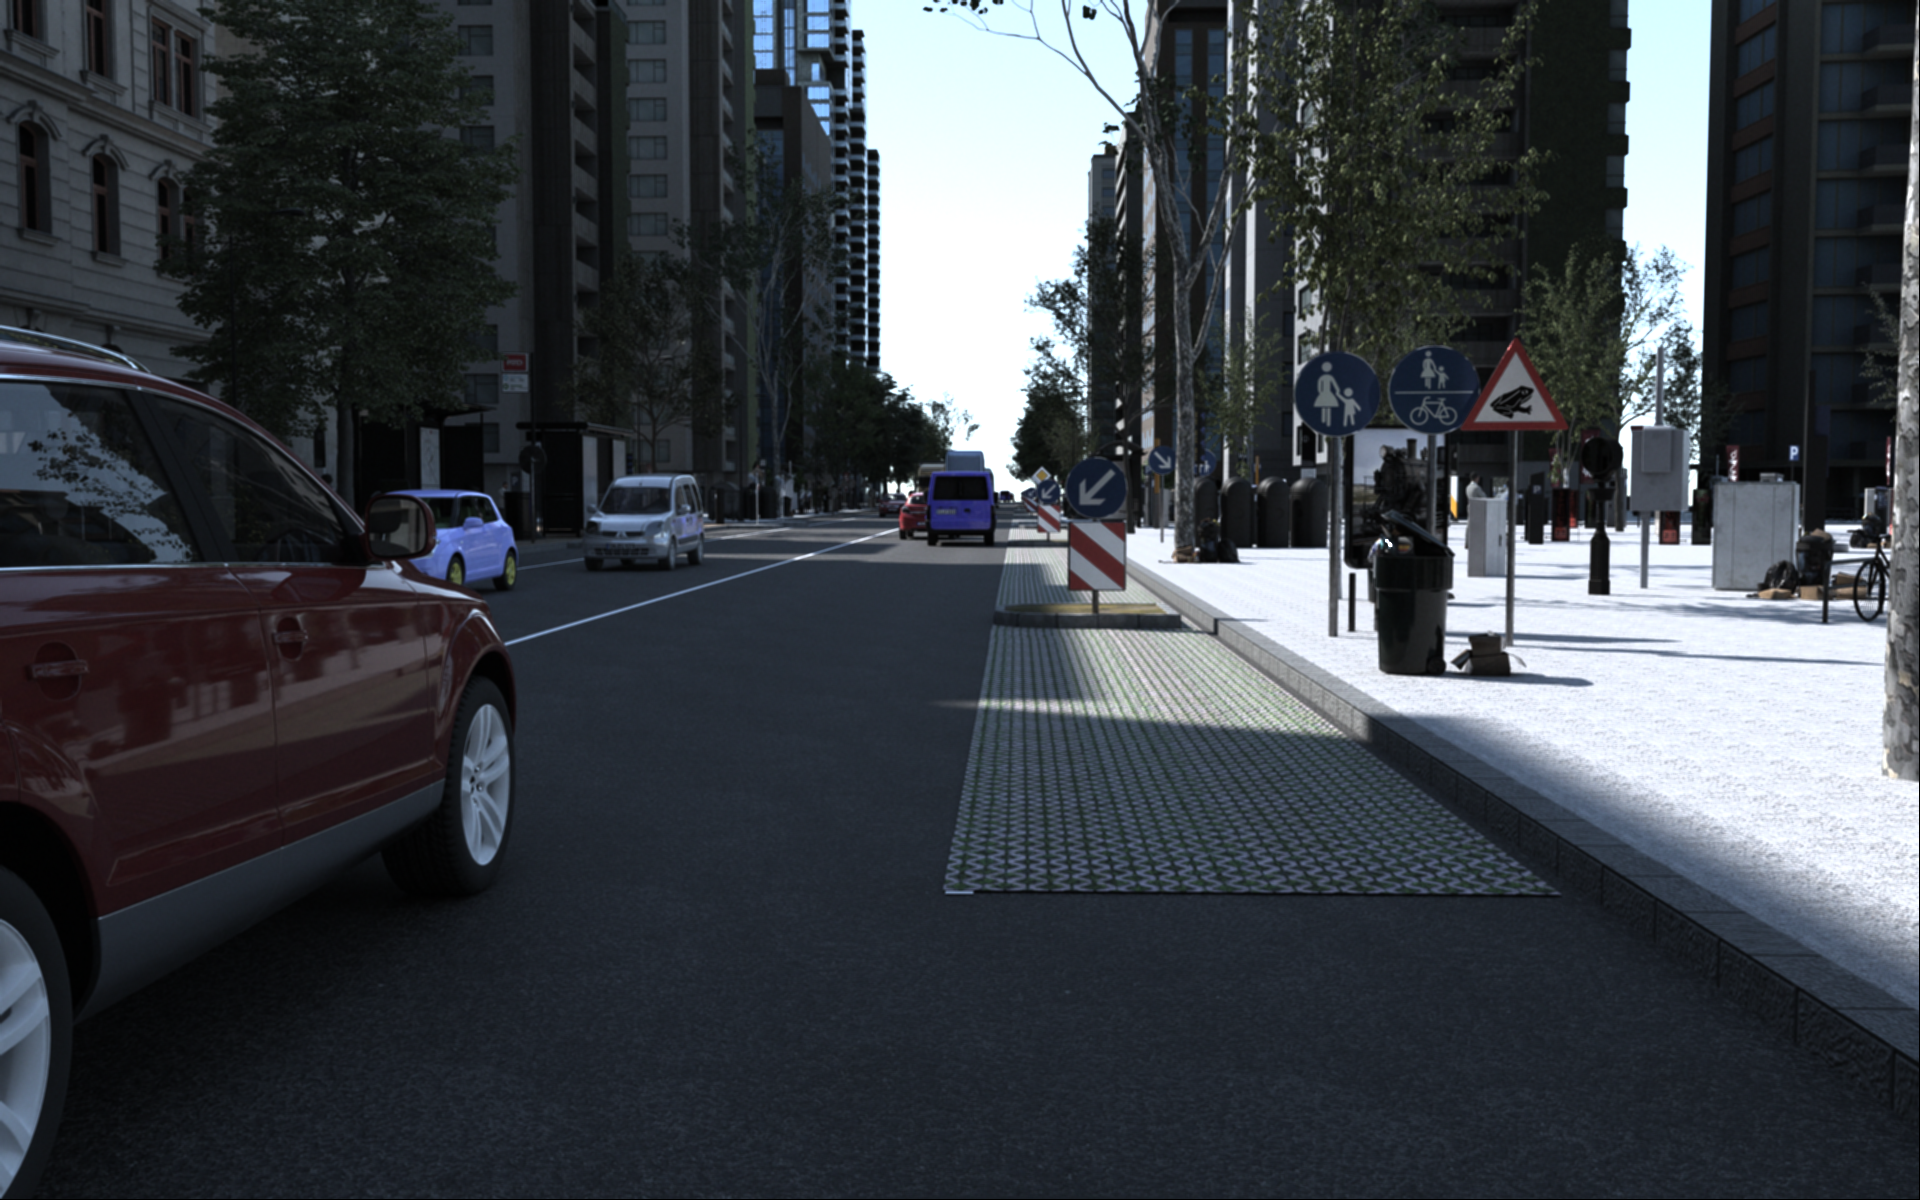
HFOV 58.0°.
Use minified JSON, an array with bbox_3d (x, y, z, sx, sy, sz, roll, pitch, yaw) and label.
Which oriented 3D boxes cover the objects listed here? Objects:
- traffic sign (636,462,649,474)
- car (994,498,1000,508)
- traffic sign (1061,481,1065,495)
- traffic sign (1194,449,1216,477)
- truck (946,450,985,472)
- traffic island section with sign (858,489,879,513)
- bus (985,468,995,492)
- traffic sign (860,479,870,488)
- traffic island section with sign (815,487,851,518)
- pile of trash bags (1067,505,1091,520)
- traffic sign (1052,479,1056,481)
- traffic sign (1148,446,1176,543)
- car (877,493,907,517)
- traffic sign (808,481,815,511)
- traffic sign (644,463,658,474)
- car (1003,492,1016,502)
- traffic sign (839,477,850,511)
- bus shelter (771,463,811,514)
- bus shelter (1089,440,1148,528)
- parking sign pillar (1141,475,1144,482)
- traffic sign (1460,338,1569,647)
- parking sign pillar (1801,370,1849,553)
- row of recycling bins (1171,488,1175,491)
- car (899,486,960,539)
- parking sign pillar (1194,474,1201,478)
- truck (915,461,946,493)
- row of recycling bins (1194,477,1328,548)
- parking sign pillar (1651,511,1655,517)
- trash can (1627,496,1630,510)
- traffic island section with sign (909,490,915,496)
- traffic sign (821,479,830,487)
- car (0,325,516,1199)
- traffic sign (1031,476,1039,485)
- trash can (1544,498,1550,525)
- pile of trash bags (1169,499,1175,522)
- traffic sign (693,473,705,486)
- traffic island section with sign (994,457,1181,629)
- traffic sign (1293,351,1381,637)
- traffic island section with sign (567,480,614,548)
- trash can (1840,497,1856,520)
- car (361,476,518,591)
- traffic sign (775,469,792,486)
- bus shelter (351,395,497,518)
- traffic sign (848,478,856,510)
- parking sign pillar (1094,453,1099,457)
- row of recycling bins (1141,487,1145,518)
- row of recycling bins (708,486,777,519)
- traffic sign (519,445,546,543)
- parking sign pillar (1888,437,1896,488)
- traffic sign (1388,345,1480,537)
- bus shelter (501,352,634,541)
[{"bbox_3d":[-12.941,-4.320,70.636,0.884,2.594,0.081,0,4,8],"label":"traffic sign"},{"bbox_3d":[3.028,-10.048,176.652,2.083,1.381,4.827,0,4,1],"label":"car"},{"bbox_3d":[9.090,-9.169,150.012,0.768,2.556,0.104,0,4,7],"label":"traffic sign"},{"bbox_3d":[6.867,-2.996,49.086,0.768,2.556,0.104,0,4,3],"label":"traffic sign"},{"bbox_3d":[0.130,-6.800,100.935,2.967,4.110,18.799,0,4,2],"label":"truck"},{"bbox_3d":[-6.584,-7.429,130.096,1.989,1.847,2.006,0,4,2],"label":"traffic island section with sign"},{"bbox_3d":[1.132,-8.081,126.979,2.948,3.499,13.247,0,3,0],"label":"bus"},{"bbox_3d":[-7.901,-8.808,144.009,0.884,2.594,0.081,0,4,8],"label":"traffic sign"},{"bbox_3d":[-7.495,-5.754,102.698,1.989,1.847,2.006,0,4,2],"label":"traffic island section with sign"},{"bbox_3d":[6.555,-4.729,87.069,1.912,1.369,3.447,0,4,-7],"label":"pile of trash bags"},{"bbox_3d":[8.041,-9.150,149.713,0.768,2.556,0.104,1,4,11],"label":"traffic sign"},{"bbox_3d":[5.333,-2.784,45.629,0.768,2.556,0.104,0,4,4],"label":"traffic sign"},{"bbox_3d":[-4.100,-6.099,108.753,2.155,1.783,4.494,0,4,1],"label":"car"},{"bbox_3d":[-11.226,-7.878,130.941,0.606,2.300,0.079,0,4,7],"label":"traffic sign"},{"bbox_3d":[-12.782,-4.345,71.141,0.768,2.556,0.104,0,4,3],"label":"traffic sign"},{"bbox_3d":[8.854,-18.547,311.908,2.281,1.827,5.304,0,4,4],"label":"car"},{"bbox_3d":[-8.802,-8.095,132.363,0.884,2.594,0.081,0,4,2],"label":"traffic sign"},{"bbox_3d":[-11.181,-7.415,115.158,2.014,3.302,5.546,0,4,2],"label":"bus shelter"},{"bbox_3d":[6.152,-4.516,67.757,2.014,3.302,5.546,0,4,2],"label":"bus shelter"},{"bbox_3d":[13.957,-8.903,134.042,1.447,3.967,1.447,-3,5,-42],"label":"parking sign pillar"},{"bbox_3d":[4.622,-0.887,14.500,0.884,2.594,0.081,0,4,4],"label":"traffic sign"},{"bbox_3d":[18.928,-3.050,38.339,1.447,3.967,1.447,2,4,24],"label":"parking sign pillar"},{"bbox_3d":[15.398,-6.842,118.981,1.069,1.692,3.534,-1,4,-15],"label":"row of recycling bins"},{"bbox_3d":[-0.946,-2.885,56.204,2.155,1.783,4.494,0,4,3],"label":"car"},{"bbox_3d":[15.007,-7.580,112.400,1.447,3.967,1.447,1,4,10],"label":"parking sign pillar"},{"bbox_3d":[-2.037,-9.750,148.320,2.839,4.237,11.283,0,4,4],"label":"truck"},{"bbox_3d":[7.127,-2.119,41.759,3.534,1.692,1.069,0,4,-7],"label":"row of recycling bins"},{"bbox_3d":[39.093,-6.664,97.435,1.447,3.967,1.447,1,4,21],"label":"parking sign pillar"},{"bbox_3d":[53.331,-7.742,138.238,0.748,1.137,0.748,0,3,0],"label":"trash can"},{"bbox_3d":[-4.940,-10.456,179.588,1.989,1.847,2.006,0,4,2],"label":"traffic island section with sign"},{"bbox_3d":[-11.014,-8.646,141.474,0.768,2.556,0.104,0,4,7],"label":"traffic sign"},{"bbox_3d":[-2.743,0.249,4.605,2.281,1.827,5.304,0,4,2],"label":"car"},{"bbox_3d":[3.681,-4.746,79.782,0.795,2.593,0.064,0,4,2],"label":"traffic sign"},{"bbox_3d":[24.019,-3.667,71.615,0.748,1.137,0.748,0,3,0],"label":"trash can"},{"bbox_3d":[11.278,-4.287,79.845,3.447,1.369,1.912,0,4,-8],"label":"pile of trash bags"},{"bbox_3d":[-12.713,-5.036,84.460,0.606,2.300,0.079,1,4,9],"label":"traffic sign"},{"bbox_3d":[1.375,-0.650,19.256,1.989,1.847,2.006,0,4,2],"label":"traffic island section with sign"},{"bbox_3d":[3.359,-0.942,15.511,0.768,2.556,0.104,0,4,4],"label":"traffic sign"},{"bbox_3d":[-9.343,-2.322,46.598,1.989,1.847,2.006,0,4,2],"label":"traffic island section with sign"},{"bbox_3d":[43.470,-4.474,84.802,0.748,1.137,0.748,0,3,0],"label":"trash can"},{"bbox_3d":[-7.568,-0.913,24.512,1.945,1.707,3.694,0,4,3],"label":"car"},{"bbox_3d":[-8.206,-4.771,80.195,0.795,2.593,0.064,0,4,2],"label":"traffic sign"},{"bbox_3d":[-13.587,-3.240,44.251,1.731,3.624,6.357,0,4,2],"label":"bus shelter"},{"bbox_3d":[-8.818,-8.584,140.456,0.768,2.556,0.104,0,4,4],"label":"traffic sign"},{"bbox_3d":[8.303,-7.538,111.726,1.447,3.967,1.447,-1,4,-11],"label":"parking sign pillar"},{"bbox_3d":[8.647,-5.390,95.237,3.534,1.692,1.069,2,4,33],"label":"row of recycling bins"},{"bbox_3d":[-11.121,-4.990,88.695,3.534,1.692,1.069,-1,4,-21],"label":"row of recycling bins"},{"bbox_3d":[-11.113,-2.745,44.994,0.768,2.556,0.104,1,4,11],"label":"traffic sign"},{"bbox_3d":[44.865,-5.772,82.850,1.447,3.967,1.447,-3,5,-41],"label":"parking sign pillar"},{"bbox_3d":[4.058,-0.905,14.909,0.768,2.556,0.104,1,4,8],"label":"traffic sign"},{"bbox_3d":[-11.796,-4.533,51.746,2.179,5.291,8.768,0,4,2],"label":"bus shelter"}]
